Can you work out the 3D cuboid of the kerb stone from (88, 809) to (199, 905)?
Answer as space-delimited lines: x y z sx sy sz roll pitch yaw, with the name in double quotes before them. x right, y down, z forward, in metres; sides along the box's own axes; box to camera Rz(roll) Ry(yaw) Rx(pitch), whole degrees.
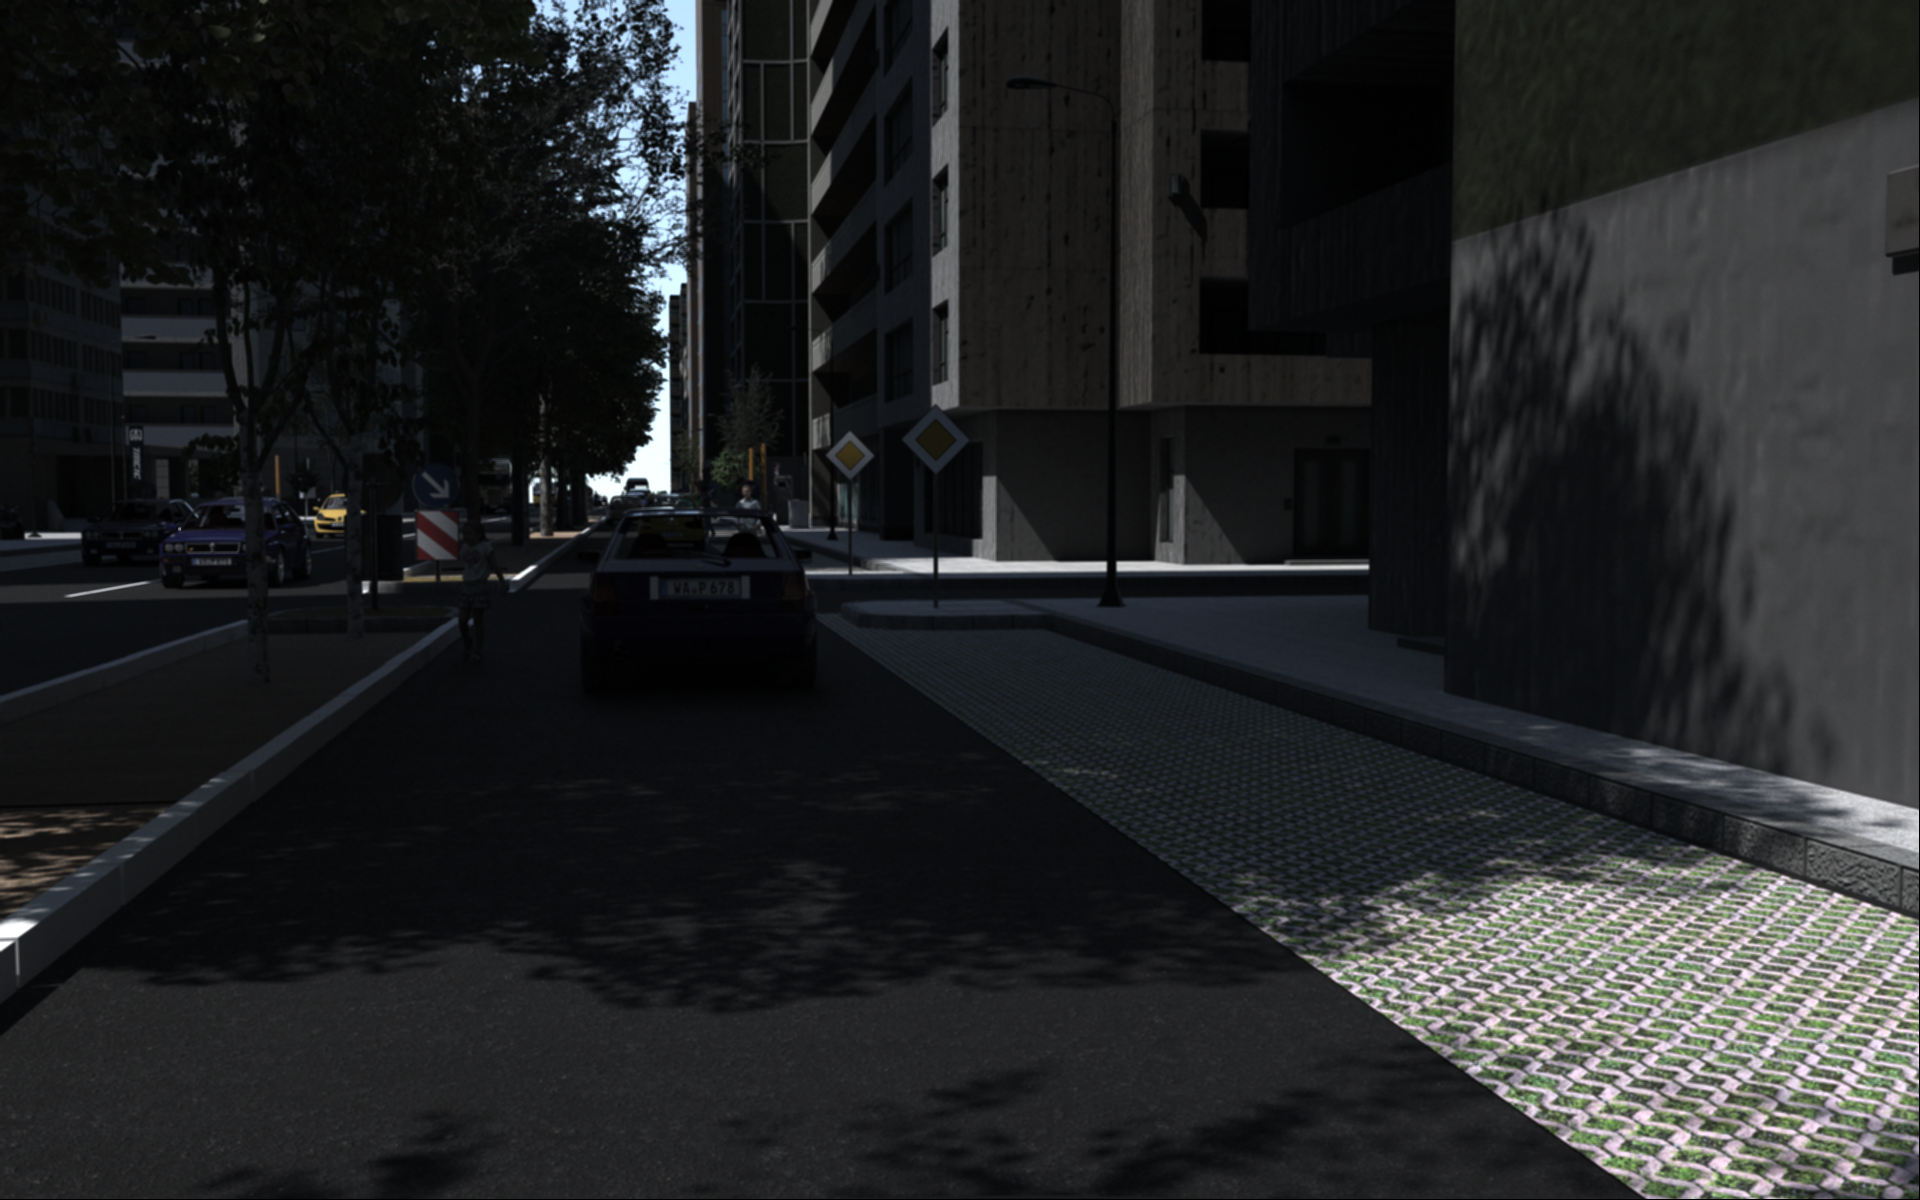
"kerb stone" -3.061 0.959 6.509 0.120 0.150 1.000 -1 4 -10

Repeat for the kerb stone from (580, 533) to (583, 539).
"kerb stone" -11.782 -1.906 53.401 0.120 0.150 1.000 -1 4 -10

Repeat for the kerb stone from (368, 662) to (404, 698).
"kerb stone" -4.182 0.591 12.562 0.120 0.150 1.000 -1 4 -10

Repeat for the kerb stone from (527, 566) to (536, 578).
"kerb stone" -7.283 -0.427 29.220 0.120 0.150 1.000 -1 4 -10

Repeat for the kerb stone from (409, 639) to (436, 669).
"kerb stone" -4.554 0.467 14.576 0.120 0.150 1.000 -1 4 -10

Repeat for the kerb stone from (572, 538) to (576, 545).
"kerb stone" -10.654 -1.534 47.352 0.120 0.150 1.000 -1 4 -10

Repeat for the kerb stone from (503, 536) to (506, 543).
"kerb stone" -13.280 -1.699 49.979 0.120 0.150 1.000 -1 4 -10

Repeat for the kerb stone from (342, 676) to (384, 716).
"kerb stone" -3.999 0.651 11.556 0.120 0.150 1.000 -1 4 -10

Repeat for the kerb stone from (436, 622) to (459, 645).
"kerb stone" -4.939 0.343 16.588 0.120 0.150 1.000 -1 4 -10

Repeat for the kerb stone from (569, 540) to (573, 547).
"kerb stone" -10.273 -1.415 45.328 0.120 0.150 1.000 -1 4 -10

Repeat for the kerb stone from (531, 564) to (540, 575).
"kerb stone" -7.470 -0.491 30.227 0.120 0.150 1.000 -1 4 -10

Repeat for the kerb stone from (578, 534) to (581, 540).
"kerb stone" -11.400 -1.784 51.381 0.120 0.150 1.000 -1 4 -10

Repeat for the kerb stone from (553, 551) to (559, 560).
"kerb stone" -8.778 -0.916 37.276 0.120 0.150 1.000 -1 4 -10

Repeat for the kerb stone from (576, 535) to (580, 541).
"kerb stone" -11.217 -1.724 50.375 0.120 0.150 1.000 -1 4 -10

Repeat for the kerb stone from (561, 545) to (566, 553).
"kerb stone" -9.534 -1.163 41.301 0.120 0.150 1.000 -1 4 -10

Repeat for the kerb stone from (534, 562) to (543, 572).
"kerb stone" -7.658 -0.553 31.232 0.120 0.150 1.000 -1 4 -10

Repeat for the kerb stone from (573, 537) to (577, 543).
"kerb stone" -10.837 -1.600 48.357 0.120 0.150 1.000 -1 4 -10

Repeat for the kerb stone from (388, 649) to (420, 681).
"kerb stone" -4.378 0.528 13.569 0.120 0.150 1.000 -1 4 -10

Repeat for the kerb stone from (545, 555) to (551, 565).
"kerb stone" -8.223 -0.738 34.258 0.120 0.150 1.000 -1 4 -10

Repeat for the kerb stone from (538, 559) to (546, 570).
"kerb stone" -7.846 -0.614 32.237 0.120 0.150 1.000 -1 4 -10

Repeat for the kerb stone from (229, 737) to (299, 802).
"kerb stone" -3.435 0.835 8.537 0.120 0.150 1.000 -1 4 -10

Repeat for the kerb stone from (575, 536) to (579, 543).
"kerb stone" -11.023 -1.662 49.365 0.120 0.150 1.000 -1 4 -10

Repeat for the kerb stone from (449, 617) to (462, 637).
"kerb stone" -5.119 0.286 17.595 0.120 0.150 1.000 -1 4 -10

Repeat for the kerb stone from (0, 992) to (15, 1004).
"kerb stone" -2.687 1.087 4.488 0.120 0.150 1.000 -1 4 -10

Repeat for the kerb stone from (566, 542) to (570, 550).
"kerb stone" -9.906 -1.290 43.317 0.120 0.150 1.000 -1 4 -10

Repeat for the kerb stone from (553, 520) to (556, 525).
"kerb stone" -19.842 -3.858 85.277 0.120 0.150 1.000 -1 4 -10

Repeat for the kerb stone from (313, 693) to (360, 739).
"kerb stone" -3.811 0.715 10.547 0.120 0.150 1.000 -1 4 -10

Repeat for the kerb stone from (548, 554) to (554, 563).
"kerb stone" -8.405 -0.799 35.266 0.120 0.150 1.000 -1 4 -10

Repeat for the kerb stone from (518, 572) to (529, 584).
"kerb stone" -6.908 -0.304 27.202 0.120 0.150 1.000 -1 4 -10

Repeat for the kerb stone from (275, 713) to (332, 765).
"kerb stone" -3.627 0.776 9.541 0.120 0.150 1.000 -1 4 -10

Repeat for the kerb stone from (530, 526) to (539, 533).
"kerb stone" -16.270 -2.686 66.110 0.120 0.150 1.000 -1 4 -10

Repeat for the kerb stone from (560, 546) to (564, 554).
"kerb stone" -9.348 -1.107 40.295 0.120 0.150 1.000 -1 4 -10

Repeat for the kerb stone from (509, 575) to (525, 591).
"kerb stone" -6.719 -0.245 26.194 0.120 0.150 1.000 -1 4 -10

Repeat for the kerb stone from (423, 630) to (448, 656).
"kerb stone" -4.746 0.404 15.583 0.120 0.150 1.000 -1 4 -10

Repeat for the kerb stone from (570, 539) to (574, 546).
"kerb stone" -10.465 -1.477 46.344 0.120 0.150 1.000 -1 4 -10

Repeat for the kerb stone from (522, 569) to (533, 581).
"kerb stone" -7.097 -0.368 28.215 0.120 0.150 1.000 -1 4 -10

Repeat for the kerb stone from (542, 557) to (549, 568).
"kerb stone" -8.026 -0.676 33.252 0.120 0.150 1.000 -1 4 -10

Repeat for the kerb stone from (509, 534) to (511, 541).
"kerb stone" -13.655 -1.820 51.998 0.120 0.150 1.000 -1 4 -10

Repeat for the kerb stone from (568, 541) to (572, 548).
"kerb stone" -10.085 -1.353 44.323 0.120 0.150 1.000 -1 4 -10

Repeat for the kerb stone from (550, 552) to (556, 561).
"kerb stone" -8.594 -0.861 36.270 0.120 0.150 1.000 -1 4 -10

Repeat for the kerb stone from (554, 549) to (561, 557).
"kerb stone" -8.960 -0.984 38.281 0.120 0.150 1.000 -1 4 -10

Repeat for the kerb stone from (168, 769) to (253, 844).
"kerb stone" -3.254 0.898 7.520 0.120 0.150 1.000 -1 4 -10

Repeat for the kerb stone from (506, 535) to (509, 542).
"kerb stone" -13.460 -1.761 50.985 0.120 0.150 1.000 -1 4 -10

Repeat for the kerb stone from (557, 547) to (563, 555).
"kerb stone" -9.153 -1.045 39.285 0.120 0.150 1.000 -1 4 -10

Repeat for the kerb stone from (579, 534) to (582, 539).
"kerb stone" -11.589 -1.847 52.392 0.120 0.150 1.000 -1 4 -10

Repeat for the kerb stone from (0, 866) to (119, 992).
"kerb stone" -2.874 1.022 5.493 0.120 0.150 1.000 -1 4 -10

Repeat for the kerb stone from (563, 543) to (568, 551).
"kerb stone" -9.710 -1.230 42.314 0.120 0.150 1.000 -1 4 -10
